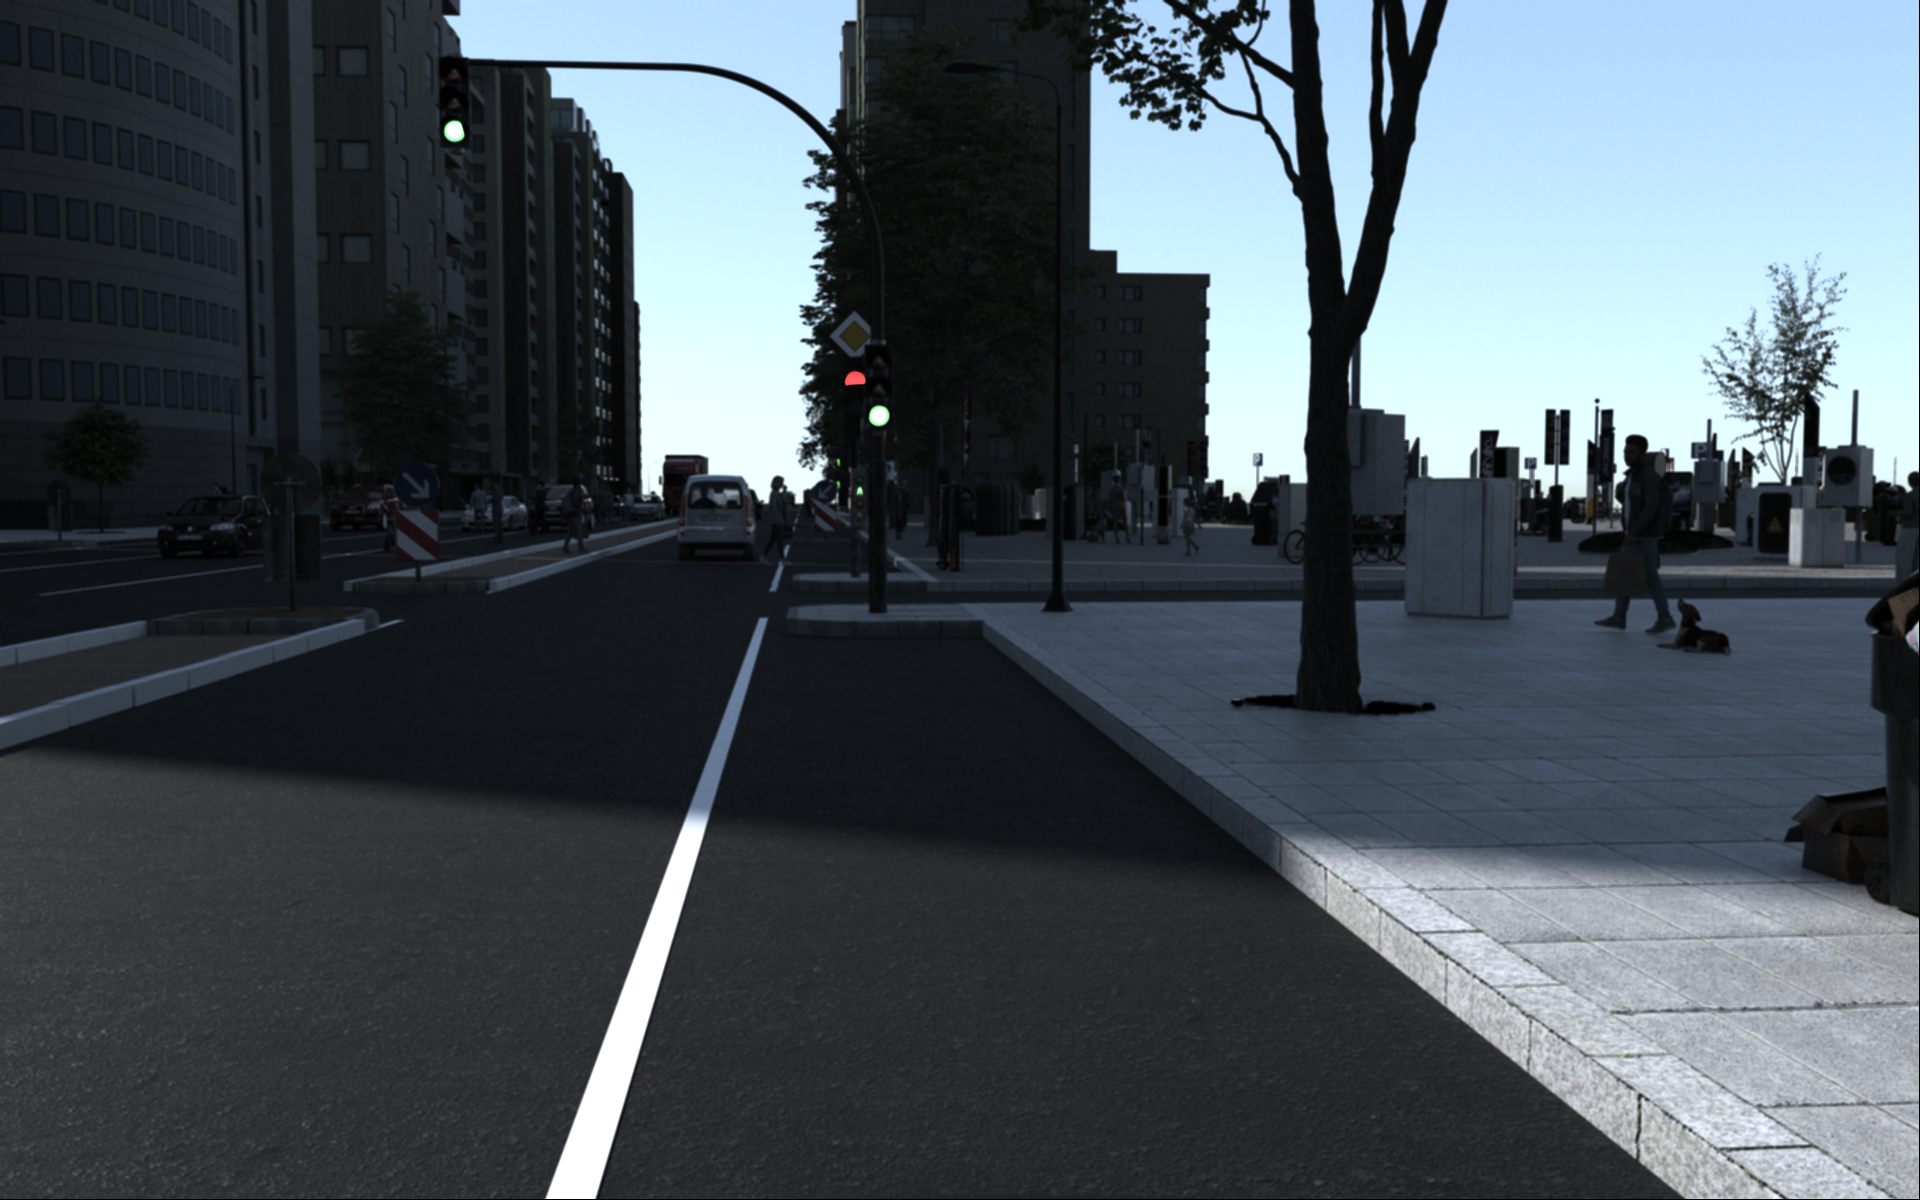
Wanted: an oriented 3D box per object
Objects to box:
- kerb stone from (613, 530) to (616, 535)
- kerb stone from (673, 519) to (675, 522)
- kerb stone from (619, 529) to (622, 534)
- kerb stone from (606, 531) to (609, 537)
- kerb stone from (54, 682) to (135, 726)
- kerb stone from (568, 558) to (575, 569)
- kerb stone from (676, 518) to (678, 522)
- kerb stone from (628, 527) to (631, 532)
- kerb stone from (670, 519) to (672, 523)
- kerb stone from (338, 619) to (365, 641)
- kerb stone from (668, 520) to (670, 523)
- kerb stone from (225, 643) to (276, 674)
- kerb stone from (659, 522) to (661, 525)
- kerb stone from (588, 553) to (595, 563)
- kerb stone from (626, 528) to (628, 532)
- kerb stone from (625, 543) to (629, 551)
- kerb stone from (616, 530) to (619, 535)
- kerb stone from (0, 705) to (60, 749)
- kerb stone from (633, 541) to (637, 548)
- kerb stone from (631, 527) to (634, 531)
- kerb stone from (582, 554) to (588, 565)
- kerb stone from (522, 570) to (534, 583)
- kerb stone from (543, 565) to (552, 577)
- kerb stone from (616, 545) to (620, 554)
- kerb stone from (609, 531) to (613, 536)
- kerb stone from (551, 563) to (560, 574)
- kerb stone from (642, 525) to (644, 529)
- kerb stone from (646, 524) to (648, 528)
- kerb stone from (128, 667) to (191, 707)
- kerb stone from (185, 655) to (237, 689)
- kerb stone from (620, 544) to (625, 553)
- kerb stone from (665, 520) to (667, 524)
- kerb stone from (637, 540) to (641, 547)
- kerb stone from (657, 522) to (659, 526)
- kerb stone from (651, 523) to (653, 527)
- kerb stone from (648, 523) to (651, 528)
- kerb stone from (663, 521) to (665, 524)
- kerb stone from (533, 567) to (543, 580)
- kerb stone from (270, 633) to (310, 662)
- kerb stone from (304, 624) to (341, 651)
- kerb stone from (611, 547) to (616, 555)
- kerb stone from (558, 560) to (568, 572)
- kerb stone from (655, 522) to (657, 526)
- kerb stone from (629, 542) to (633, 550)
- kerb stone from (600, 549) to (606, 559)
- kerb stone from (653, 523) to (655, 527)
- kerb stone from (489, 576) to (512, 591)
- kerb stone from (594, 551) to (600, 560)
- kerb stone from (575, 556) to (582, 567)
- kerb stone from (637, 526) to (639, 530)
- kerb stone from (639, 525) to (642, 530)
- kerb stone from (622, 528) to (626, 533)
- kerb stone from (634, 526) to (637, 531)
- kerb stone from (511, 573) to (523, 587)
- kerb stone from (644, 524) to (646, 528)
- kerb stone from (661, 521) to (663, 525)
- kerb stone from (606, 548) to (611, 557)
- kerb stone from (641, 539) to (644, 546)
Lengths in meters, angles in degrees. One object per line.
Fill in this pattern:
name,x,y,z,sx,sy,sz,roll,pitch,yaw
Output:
kerb stone,-12.011,-2.281,59.491,0.120,0.150,1.000,0,4,-5
kerb stone,-14.388,-3.904,86.027,0.120,0.150,1.000,0,4,-5
kerb stone,-12.199,-2.406,61.526,0.120,0.150,1.000,0,4,-5
kerb stone,-11.836,-2.156,57.447,0.120,0.150,1.000,0,4,-5
kerb stone,-5.580,0.676,11.141,0.120,0.150,1.000,0,4,-5
kerb stone,-7.547,-0.670,33.142,0.120,0.150,1.000,0,4,-5
kerb stone,-14.576,-4.026,88.064,0.120,0.150,1.000,0,4,-5
kerb stone,-12.472,-2.593,64.591,0.120,0.150,1.000,0,4,-5
kerb stone,-14.205,-3.777,83.991,0.120,0.150,1.000,0,4,-5
kerb stone,-6.126,0.304,17.274,0.120,0.150,1.000,0,4,-5
kerb stone,-14.119,-3.717,82.973,0.120,0.150,1.000,0,4,-5
kerb stone,-5.848,0.489,14.201,0.120,0.150,1.000,0,4,-5
kerb stone,-13.660,-3.404,77.863,0.120,0.150,1.000,0,4,-5
kerb stone,-7.814,-0.857,36.206,0.120,0.150,1.000,0,4,-5
kerb stone,-12.378,-2.531,63.569,0.120,0.150,1.000,0,4,-5
kerb stone,-8.458,-1.294,43.361,0.120,0.150,1.000,0,4,-5
kerb stone,-12.101,-2.342,60.509,0.120,0.150,1.000,0,4,-5
kerb stone,-5.479,0.745,10.113,0.120,0.150,1.000,0,4,-5
kerb stone,-8.639,-1.419,45.397,0.120,0.150,1.000,0,4,-5
kerb stone,-12.560,-2.656,65.613,0.120,0.150,1.000,0,4,-5
kerb stone,-7.726,-0.794,35.182,0.120,0.150,1.000,0,4,-5
kerb stone,-7.082,-0.357,28.034,0.120,0.150,1.000,0,4,-5
kerb stone,-7.264,-0.478,30.079,0.120,0.150,1.000,0,4,-5
kerb stone,-8.277,-1.170,41.319,0.120,0.150,1.000,0,4,-5
kerb stone,-11.923,-2.214,58.473,0.120,0.150,1.000,0,4,-5
kerb stone,-7.361,-0.536,31.102,0.120,0.150,1.000,0,4,-5
kerb stone,-12.924,-2.903,69.685,0.120,0.150,1.000,0,4,-5
kerb stone,-13.115,-3.030,71.732,0.120,0.150,1.000,0,4,-5
kerb stone,-5.661,0.614,12.161,0.120,0.150,1.000,0,4,-5
kerb stone,-5.751,0.556,13.184,0.120,0.150,1.000,0,4,-5
kerb stone,-8.364,-1.226,42.343,0.120,0.150,1.000,0,4,-5
kerb stone,-13.931,-3.588,80.930,0.120,0.150,1.000,0,4,-5
kerb stone,-8.732,-1.481,46.415,0.120,0.150,1.000,0,4,-5
kerb stone,-13.567,-3.342,76.839,0.120,0.150,1.000,0,4,-5
kerb stone,-13.299,-3.155,73.775,0.120,0.150,1.000,0,4,-5
kerb stone,-13.200,-3.093,72.758,0.120,0.150,1.000,0,4,-5
kerb stone,-13.841,-3.530,79.910,0.120,0.150,1.000,0,4,-5
kerb stone,-7.174,-0.417,29.059,0.120,0.150,1.000,0,4,-5
kerb stone,-5.938,0.431,15.224,0.120,0.150,1.000,0,4,-5
kerb stone,-6.032,0.363,16.254,0.120,0.150,1.000,0,4,-5
kerb stone,-8.185,-1.104,40.294,0.120,0.150,1.000,0,4,-5
kerb stone,-7.453,-0.605,32.123,0.120,0.150,1.000,0,4,-5
kerb stone,-13.475,-3.277,75.818,0.120,0.150,1.000,0,4,-5
kerb stone,-8.550,-1.353,44.379,0.120,0.150,1.000,0,4,-5
kerb stone,-7.999,-0.981,38.257,0.120,0.150,1.000,0,4,-5
kerb stone,-13.384,-3.217,74.793,0.120,0.150,1.000,0,4,-5
kerb stone,-6.911,-0.232,25.985,0.120,0.150,1.000,0,4,-5
kerb stone,-7.917,-0.916,37.230,0.120,0.150,1.000,0,4,-5
kerb stone,-7.635,-0.732,34.162,0.120,0.150,1.000,0,4,-5
kerb stone,-12.744,-2.780,67.649,0.120,0.150,1.000,0,4,-5
kerb stone,-12.832,-2.841,68.668,0.120,0.150,1.000,0,4,-5
kerb stone,-12.282,-2.466,62.546,0.120,0.150,1.000,0,4,-5
kerb stone,-12.652,-2.718,66.631,0.120,0.150,1.000,0,4,-5
kerb stone,-6.992,-0.294,27.009,0.120,0.150,1.000,0,4,-5
kerb stone,-13.014,-2.967,70.713,0.120,0.150,1.000,0,4,-5
kerb stone,-13.748,-3.465,78.881,0.120,0.150,1.000,0,4,-5
kerb stone,-8.092,-1.041,39.276,0.120,0.150,1.000,0,4,-5
kerb stone,-8.826,-1.544,47.432,0.120,0.150,1.000,0,4,-5
